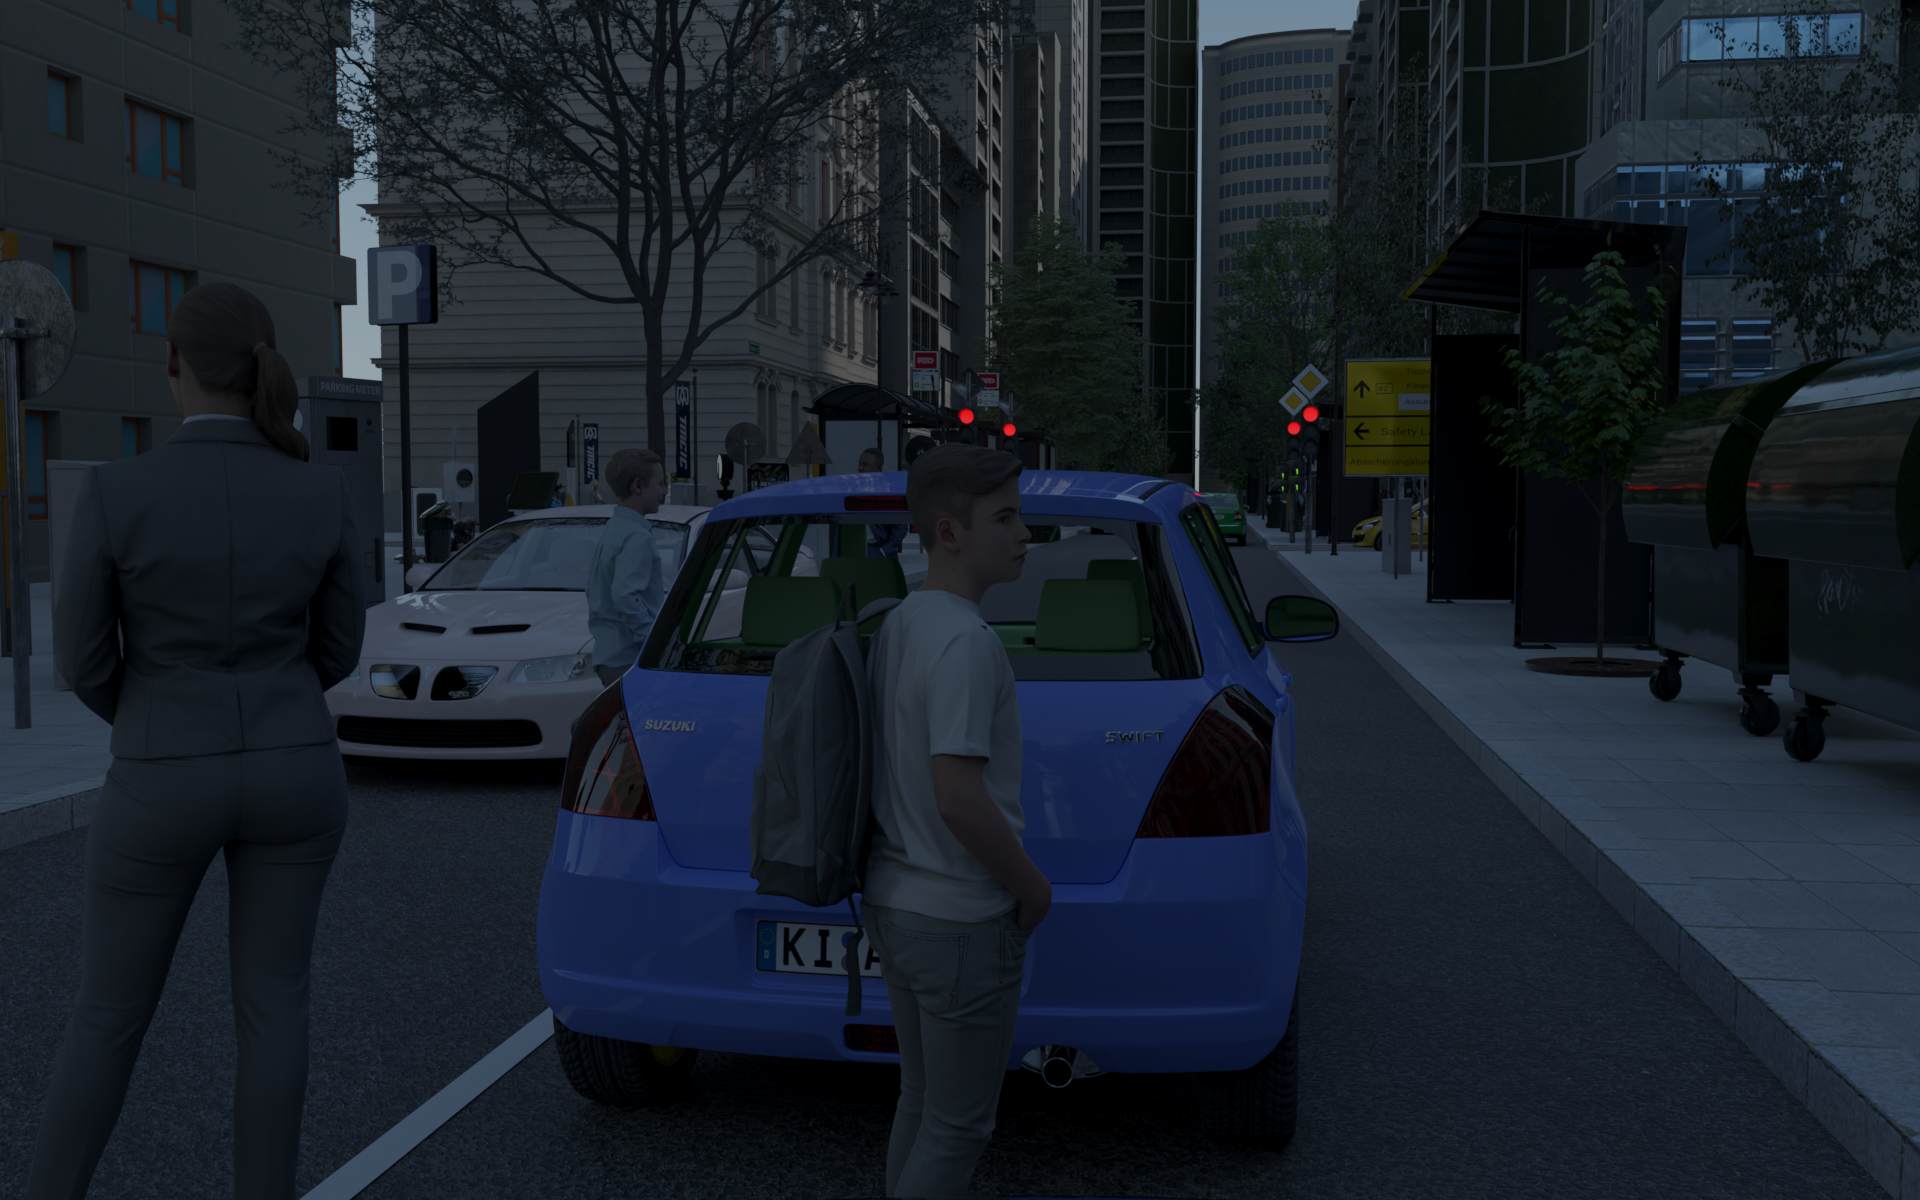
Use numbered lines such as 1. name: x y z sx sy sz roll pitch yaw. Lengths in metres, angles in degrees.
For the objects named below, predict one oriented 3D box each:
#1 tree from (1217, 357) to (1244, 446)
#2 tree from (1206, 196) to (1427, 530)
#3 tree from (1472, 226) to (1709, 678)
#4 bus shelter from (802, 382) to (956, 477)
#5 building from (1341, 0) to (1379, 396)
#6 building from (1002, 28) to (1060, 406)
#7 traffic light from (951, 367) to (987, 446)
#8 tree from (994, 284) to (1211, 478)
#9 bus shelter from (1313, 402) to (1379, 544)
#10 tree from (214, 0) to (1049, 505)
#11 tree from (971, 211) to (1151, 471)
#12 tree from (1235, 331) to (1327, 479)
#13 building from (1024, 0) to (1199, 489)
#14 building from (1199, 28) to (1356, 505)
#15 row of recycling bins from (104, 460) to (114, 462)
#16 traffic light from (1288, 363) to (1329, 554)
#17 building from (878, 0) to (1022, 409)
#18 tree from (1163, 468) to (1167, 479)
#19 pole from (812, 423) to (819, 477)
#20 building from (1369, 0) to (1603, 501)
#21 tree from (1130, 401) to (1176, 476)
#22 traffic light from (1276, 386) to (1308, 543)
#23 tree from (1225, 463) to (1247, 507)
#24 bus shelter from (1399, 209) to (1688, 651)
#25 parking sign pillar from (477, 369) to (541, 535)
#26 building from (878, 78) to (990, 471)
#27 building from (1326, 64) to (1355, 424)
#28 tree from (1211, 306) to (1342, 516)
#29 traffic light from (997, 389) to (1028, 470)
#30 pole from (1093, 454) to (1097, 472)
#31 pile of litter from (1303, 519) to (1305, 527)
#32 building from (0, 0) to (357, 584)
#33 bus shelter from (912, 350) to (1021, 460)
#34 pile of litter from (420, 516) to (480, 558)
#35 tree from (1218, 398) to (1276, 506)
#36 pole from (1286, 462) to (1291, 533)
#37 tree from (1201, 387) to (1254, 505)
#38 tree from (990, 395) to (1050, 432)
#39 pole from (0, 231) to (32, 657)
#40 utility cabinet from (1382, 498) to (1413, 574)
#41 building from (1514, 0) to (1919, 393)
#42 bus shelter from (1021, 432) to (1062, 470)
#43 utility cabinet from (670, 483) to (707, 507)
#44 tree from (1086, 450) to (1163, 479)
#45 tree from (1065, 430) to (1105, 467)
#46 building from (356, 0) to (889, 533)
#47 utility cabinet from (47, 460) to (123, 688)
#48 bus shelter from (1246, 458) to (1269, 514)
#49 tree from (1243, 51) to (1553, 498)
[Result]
1. tree: 12.862 -7.390 71.195 4.360 8.622 3.978 0 3 0
2. tree: 12.498 -8.310 61.631 9.928 11.665 9.643 0 3 0
3. tree: 4.781 -1.099 12.572 1.663 3.219 1.824 0 3 0
4. bus shelter: -1.474 -2.461 34.154 2.014 3.302 5.546 1 4 8
5. building: 45.928 -32.675 153.845 23.786 49.044 30.456 1 4 8
6. building: 0.999 -28.508 149.694 14.154 41.232 14.086 1 4 8
7. traffic light: 0.206 -3.019 38.287 0.839 4.253 0.868 1 4 8
8. tree: 6.179 -10.582 90.016 9.611 12.733 9.660 0 3 0
9. bus shelter: 10.404 -3.426 47.294 1.731 3.624 6.357 1 4 9
10. tree: -3.767 -6.806 21.652 12.009 13.543 11.850 0 3 0
11. tree: 3.943 -9.323 70.558 7.486 12.596 7.792 0 3 0
12. tree: 14.681 -7.779 77.545 4.737 8.622 4.395 0 3 0
13. building: 19.830 -47.872 220.957 20.611 71.187 20.563 1 4 8
14. building: 44.489 -41.366 218.332 28.212 58.520 21.231 1 4 8
15. row of recycling bins: -10.512 -0.955 22.730 1.069 1.692 3.534 0 4 -5
16. traffic light: 7.491 -2.955 37.230 0.839 4.253 0.868 1 4 8
17. building: 2.243 -45.327 179.352 20.611 71.187 20.563 1 4 8
18. tree: 17.505 -10.825 160.699 4.285 4.588 4.351 0 3 0
19. pole: -4.172 -3.442 50.120 0.158 3.312 0.155 0 3 0
20. building: 40.058 -42.203 128.272 20.563 71.187 20.611 1 4 8
21. tree: 12.948 -10.809 127.089 4.737 8.622 4.395 0 3 0
22. traffic light: 8.659 -3.438 45.130 0.839 4.253 0.868 1 4 8
23. tree: 27.757 -11.398 170.071 4.285 4.588 4.351 0 3 0
24. bus shelter: 5.571 -1.591 17.298 1.731 3.624 6.357 1 4 8
25. parking sign pillar: -9.756 -3.000 37.515 1.447 3.967 1.447 -1 4 -11
26. building: -7.297 -16.814 93.977 14.314 24.678 30.058 1 4 8
27. building: 44.951 -32.213 176.798 14.600 45.320 14.200 1 4 8
28. tree: 18.164 -11.397 103.348 9.611 12.733 9.660 0 3 0
29. traffic light: 1.374 -3.503 46.187 0.839 4.253 0.868 1 4 8
30. pole: 6.096 -5.169 78.355 0.158 3.312 0.155 0 3 0
31. pile of litter: 13.183 -3.254 67.168 1.719 0.858 1.176 0 4 1
32. building: -28.209 -10.841 22.288 28.899 21.520 27.650 1 4 8
33. bus shelter: 0.139 -4.483 50.930 2.179 5.291 8.768 1 4 8
34. pile of litter: -9.905 -1.231 34.096 1.719 0.858 1.176 3 5 43
35. tree: 29.876 -15.868 177.563 7.486 12.596 7.792 0 3 0
36. pole: 10.760 -3.837 56.572 0.158 3.312 0.155 0 3 0
37. tree: 31.600 -17.605 194.496 9.857 13.997 8.962 0 3 0
38. tree: 3.570 -9.136 99.738 4.360 8.622 3.978 0 3 0
39. pole: -7.451 -1.207 13.581 0.158 3.312 0.155 0 3 0
40. utility cabinet: 7.082 -1.037 28.122 0.306 1.237 1.020 0 4 3
41. building: 35.937 -45.644 58.946 31.000 86.520 22.319 1 4 8
42. bus shelter: 2.017 -5.012 59.574 2.179 5.291 8.768 1 4 9
43. utility cabinet: -5.635 -1.677 36.097 0.318 1.500 1.173 1 4 15
44. tree: 9.105 -7.267 102.523 4.285 4.588 4.351 0 3 0
45. tree: 7.806 -10.137 116.105 4.360 8.622 3.978 0 3 0
46. building: -11.250 -17.099 66.955 14.401 28.519 23.554 1 4 8
47. utility cabinet: -5.643 -0.190 11.779 0.318 1.500 1.173 1 4 10
48. bus shelter: 19.420 -7.487 113.703 1.731 3.624 6.357 1 4 9
49. tree: 7.621 -4.826 29.267 4.360 8.622 3.978 0 3 0
